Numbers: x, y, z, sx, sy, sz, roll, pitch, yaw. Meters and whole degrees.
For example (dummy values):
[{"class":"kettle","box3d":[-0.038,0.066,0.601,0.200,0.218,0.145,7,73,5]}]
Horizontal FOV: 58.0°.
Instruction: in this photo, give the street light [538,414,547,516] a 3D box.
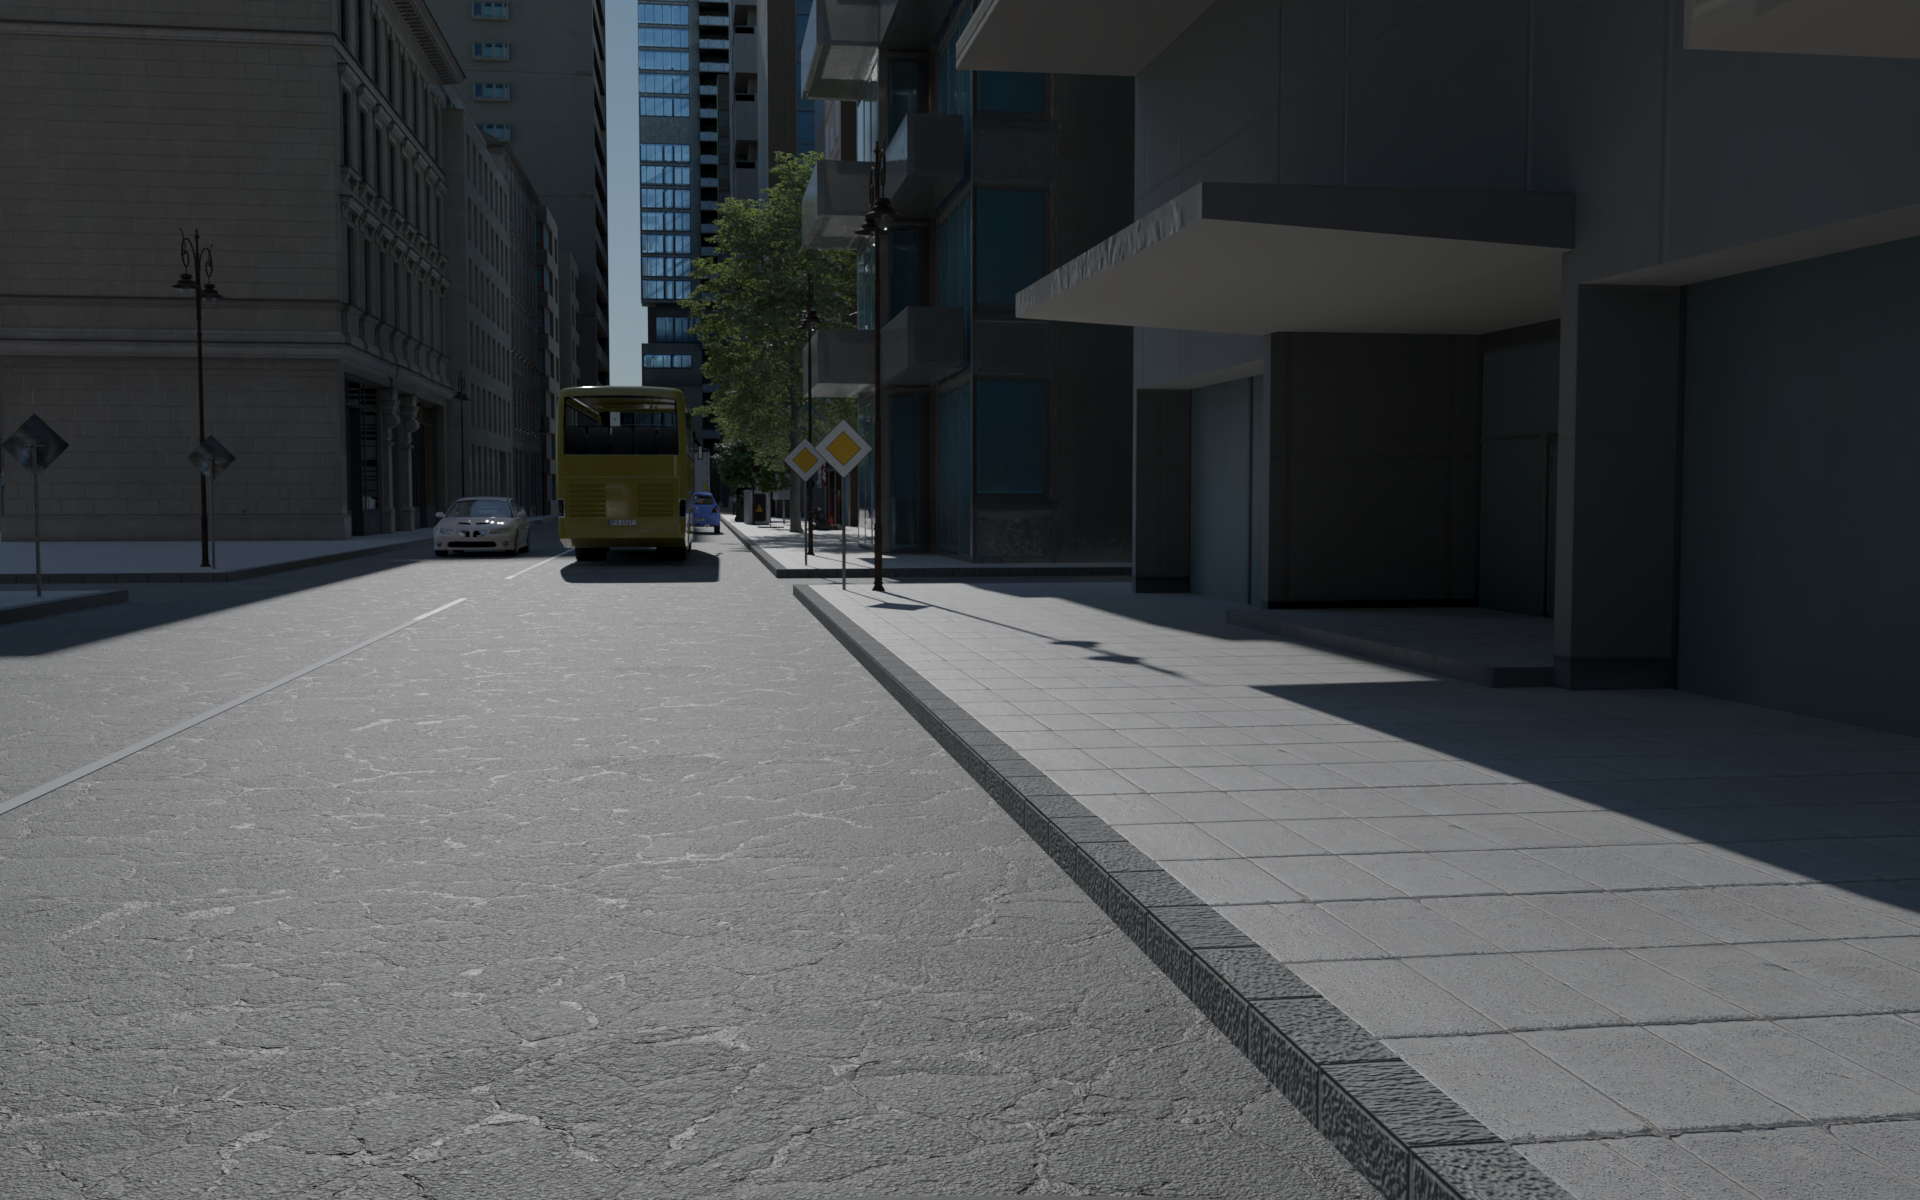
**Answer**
[{"class":"street light","box3d":[-23.989,-7.760,99.667,0.468,5.910,1.993,-1,4,-9]}]

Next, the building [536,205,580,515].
[{"class":"building","box3d":[-40.538,-16.574,116.020,27.650,21.520,28.899,-1,4,-9]}]

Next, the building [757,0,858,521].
[{"class":"building","box3d":[-4.359,-27.459,99.067,14.600,45.320,14.200,-1,4,-9]}]

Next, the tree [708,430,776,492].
[{"class":"tree","box3d":[-10.591,-6.162,84.464,4.285,4.588,4.351,0,3,0]}]

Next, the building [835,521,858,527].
[{"class":"building","box3d":[1.181,-25.917,73.851,14.600,45.320,14.200,-1,4,-9]}]

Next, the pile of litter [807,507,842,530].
[{"class":"pile of litter","box3d":[-4.855,-2.913,61.585,1.176,0.858,1.719,-2,4,-33]}]

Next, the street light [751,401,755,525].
[{"class":"street light","box3d":[-8.463,-5.997,70.842,0.468,5.910,1.993,-1,4,-9]}]

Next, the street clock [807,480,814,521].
[{"class":"street clock","box3d":[-7.275,-4.829,83.524,0.471,2.002,0.358,-2,4,-24]}]

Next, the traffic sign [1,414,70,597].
[{"class":"traffic sign","box3d":[-11.538,-1.101,21.644,0.795,2.450,0.064,-1,4,-9]}]

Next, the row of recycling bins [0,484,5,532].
[{"class":"row of recycling bins","box3d":[-32.435,-3.197,59.385,1.069,1.692,3.534,-2,4,-33]}]

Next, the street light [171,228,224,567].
[{"class":"street light","box3d":[-13.311,-3.522,30.376,0.468,5.910,1.993,-1,4,-9]}]

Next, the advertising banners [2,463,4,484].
[{"class":"advertising banners","box3d":[-53.532,-6.151,96.759,0.090,3.025,2.074,-1,4,-23]}]

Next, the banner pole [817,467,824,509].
[{"class":"banner pole","box3d":[-6.802,-5.795,84.762,0.401,3.779,0.863,2,4,27]}]

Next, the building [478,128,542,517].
[{"class":"building","box3d":[-28.311,-14.952,93.610,9.793,20.994,18.267,-1,4,-9]}]

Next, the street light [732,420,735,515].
[{"class":"street light","box3d":[-13.744,-8.086,104.997,0.468,5.910,1.993,-1,4,-9]}]

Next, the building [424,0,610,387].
[{"class":"building","box3d":[-39.978,-31.625,140.777,21.300,48.544,21.600,-1,4,-9]}]

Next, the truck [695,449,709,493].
[{"class":"truck","box3d":[-17.707,-7.543,112.248,2.839,4.237,11.283,-1,4,-11]}]

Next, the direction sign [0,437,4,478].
[{"class":"direction sign","box3d":[-35.846,-4.464,64.980,0.876,3.537,0.379,-2,4,-26]}]

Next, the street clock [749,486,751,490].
[{"class":"street clock","box3d":[-11.323,-5.378,92.508,0.358,2.002,0.471,-2,4,-28]}]

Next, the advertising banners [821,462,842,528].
[{"class":"advertising banners","box3d":[-4.778,-4.190,64.692,0.090,3.025,2.074,-2,4,-27]}]

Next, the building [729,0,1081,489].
[{"class":"building","box3d":[-6.604,-34.526,153.746,28.713,52.752,27.495,-1,4,-9]}]

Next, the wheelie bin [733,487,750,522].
[{"class":"wheelie bin","box3d":[-9.963,-4.402,79.874,0.980,1.594,0.693,-2,4,-35]}]

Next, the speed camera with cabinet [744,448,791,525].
[{"class":"speed camera with cabinet","box3d":[-8.149,-4.847,73.584,2.038,3.252,0.660,-2,4,-33]}]

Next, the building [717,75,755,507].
[{"class":"building","box3d":[-17.118,-29.963,173.483,14.154,41.232,14.086,-1,4,-9]}]

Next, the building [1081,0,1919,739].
[{"class":"building","box3d":[15.045,-25.770,10.576,28.713,52.752,27.495,-1,4,-9]}]

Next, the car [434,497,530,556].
[{"class":"car","box3d":[-11.367,-1.774,41.368,2.083,1.381,4.827,-1,4,-9]}]

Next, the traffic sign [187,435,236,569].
[{"class":"traffic sign","box3d":[-12.749,-1.584,29.537,0.795,2.450,0.064,-1,4,-9]}]

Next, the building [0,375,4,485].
[{"class":"building","box3d":[-84.994,-29.421,164.634,14.086,41.232,14.154,-1,4,-9]}]

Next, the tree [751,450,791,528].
[{"class":"tree","box3d":[-7.254,-4.330,65.397,1.663,3.219,1.824,0,3,0]}]

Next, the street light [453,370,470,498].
[{"class":"street light","box3d":[-18.531,-5.611,64.520,0.468,5.910,1.993,-1,4,-9]}]

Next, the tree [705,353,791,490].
[{"class":"tree","box3d":[-10.709,-8.498,89.312,4.360,8.622,3.978,0,3,0]}]

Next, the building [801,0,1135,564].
[{"class":"building","box3d":[11.372,-25.824,41.827,30.456,49.044,23.786,-1,4,-9]}]

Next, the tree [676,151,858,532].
[{"class":"tree","box3d":[-5.489,-8.516,57.372,7.486,12.596,7.792,0,3,0]}]

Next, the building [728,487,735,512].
[{"class":"building","box3d":[-1.015,-26.727,128.875,32.217,40.220,23.993,-1,4,-9]}]

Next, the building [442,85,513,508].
[{"class":"building","box3d":[-26.001,-13.547,76.249,10.420,20.320,16.860,-1,4,-9]}]

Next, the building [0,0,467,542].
[{"class":"building","box3d":[-21.583,-12.049,47.907,10.553,20.767,40.483,-1,4,-9]}]

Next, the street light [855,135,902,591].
[{"class":"street light","box3d":[-1.084,-3.060,22.818,0.468,5.910,1.993,-1,4,-9]}]

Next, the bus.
[{"class":"bus","box3d":[-7.474,-2.967,40.054,2.896,3.916,12.252,0,4,-8]}]

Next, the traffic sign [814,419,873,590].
[{"class":"traffic sign","box3d":[-1.557,-1.193,23.150,0.795,2.450,0.064,-1,4,-9]}]

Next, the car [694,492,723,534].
[{"class":"car","box3d":[-9.724,-3.330,64.041,1.945,1.707,3.694,-1,4,-9]}]

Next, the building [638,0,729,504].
[{"class":"building","box3d":[-24.733,-54.160,198.190,31.000,86.520,22.319,-1,4,-9]}]

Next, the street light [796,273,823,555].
[{"class":"street light","box3d":[-3.146,-3.886,36.323,0.468,5.910,1.993,-1,4,-9]}]

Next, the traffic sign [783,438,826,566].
[{"class":"traffic sign","box3d":[-2.768,-1.676,31.043,0.795,2.450,0.064,-1,4,-9]}]
